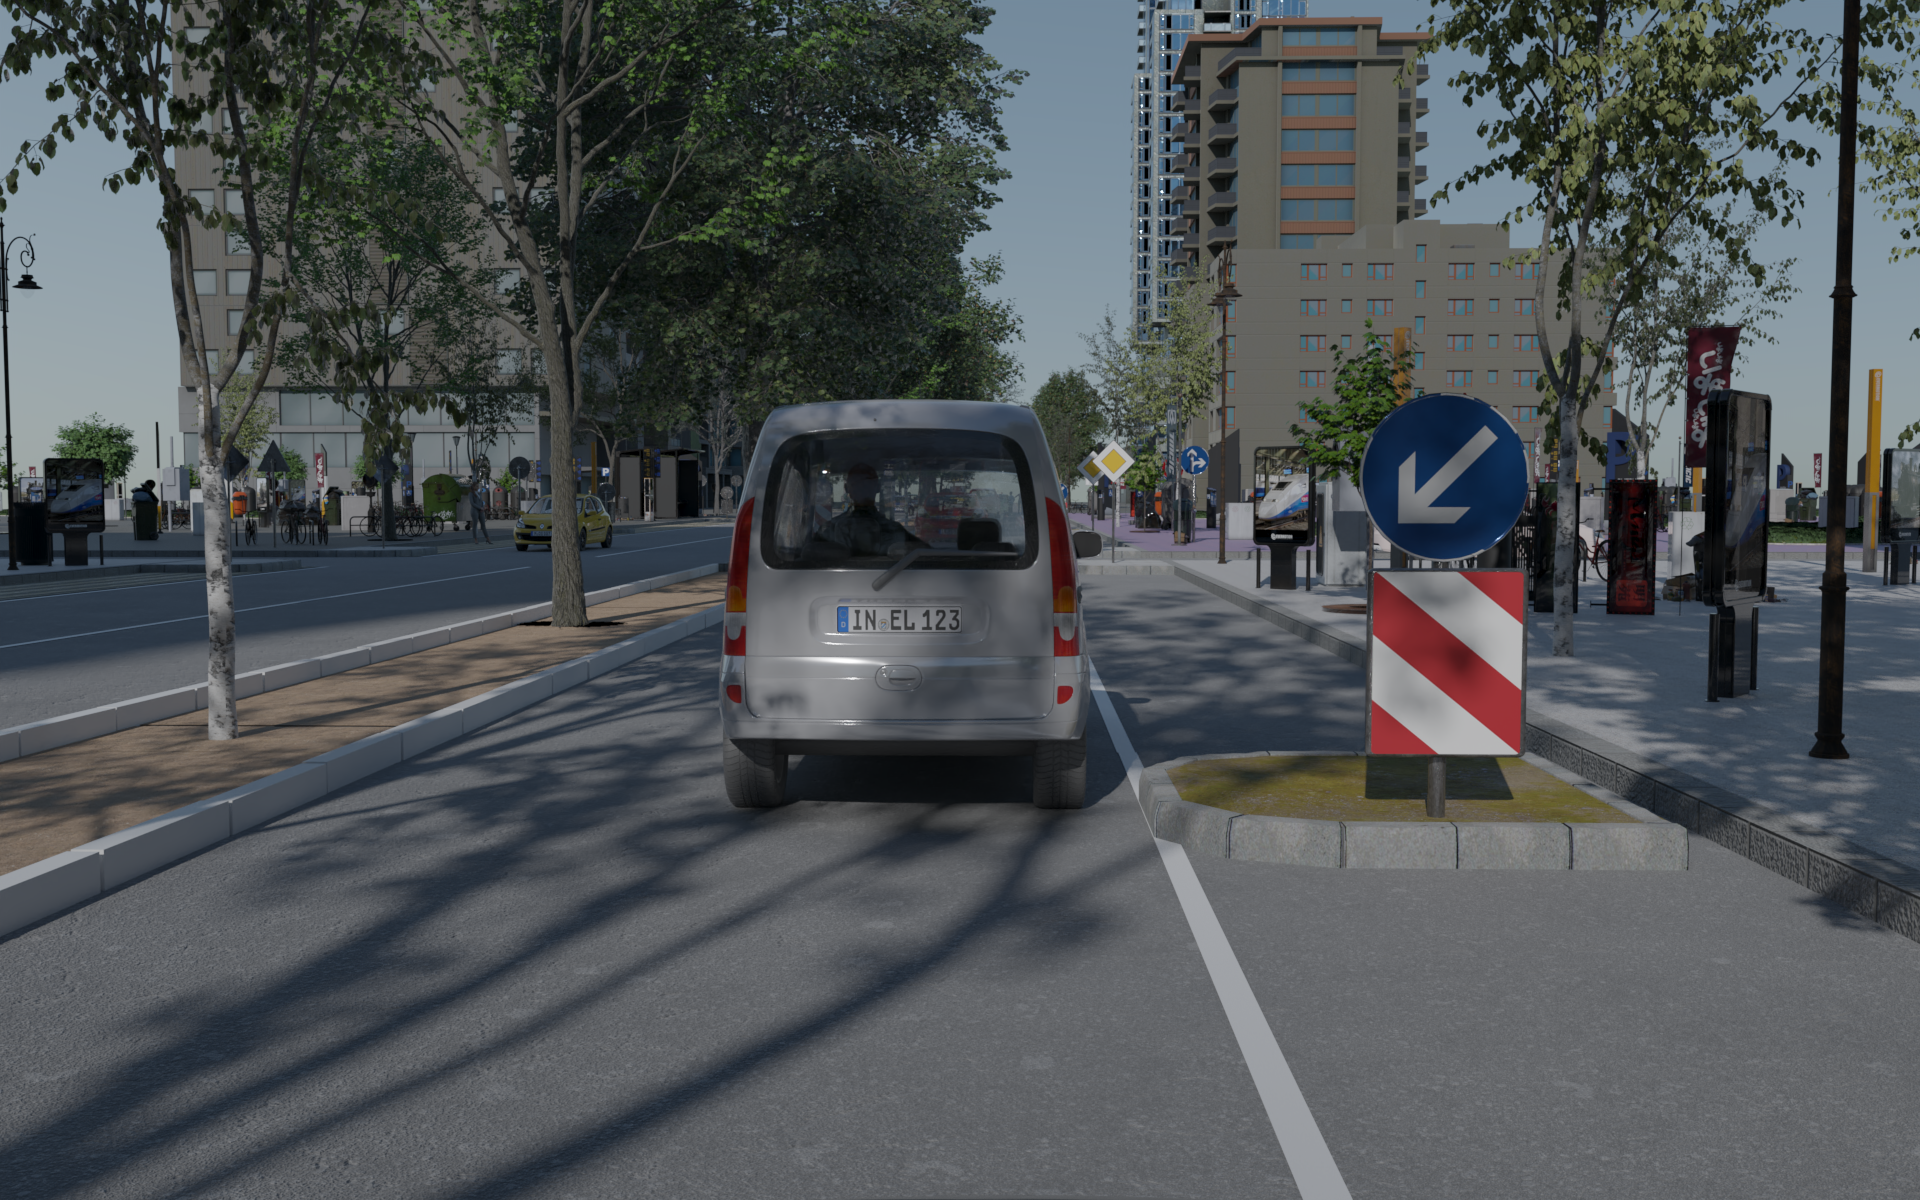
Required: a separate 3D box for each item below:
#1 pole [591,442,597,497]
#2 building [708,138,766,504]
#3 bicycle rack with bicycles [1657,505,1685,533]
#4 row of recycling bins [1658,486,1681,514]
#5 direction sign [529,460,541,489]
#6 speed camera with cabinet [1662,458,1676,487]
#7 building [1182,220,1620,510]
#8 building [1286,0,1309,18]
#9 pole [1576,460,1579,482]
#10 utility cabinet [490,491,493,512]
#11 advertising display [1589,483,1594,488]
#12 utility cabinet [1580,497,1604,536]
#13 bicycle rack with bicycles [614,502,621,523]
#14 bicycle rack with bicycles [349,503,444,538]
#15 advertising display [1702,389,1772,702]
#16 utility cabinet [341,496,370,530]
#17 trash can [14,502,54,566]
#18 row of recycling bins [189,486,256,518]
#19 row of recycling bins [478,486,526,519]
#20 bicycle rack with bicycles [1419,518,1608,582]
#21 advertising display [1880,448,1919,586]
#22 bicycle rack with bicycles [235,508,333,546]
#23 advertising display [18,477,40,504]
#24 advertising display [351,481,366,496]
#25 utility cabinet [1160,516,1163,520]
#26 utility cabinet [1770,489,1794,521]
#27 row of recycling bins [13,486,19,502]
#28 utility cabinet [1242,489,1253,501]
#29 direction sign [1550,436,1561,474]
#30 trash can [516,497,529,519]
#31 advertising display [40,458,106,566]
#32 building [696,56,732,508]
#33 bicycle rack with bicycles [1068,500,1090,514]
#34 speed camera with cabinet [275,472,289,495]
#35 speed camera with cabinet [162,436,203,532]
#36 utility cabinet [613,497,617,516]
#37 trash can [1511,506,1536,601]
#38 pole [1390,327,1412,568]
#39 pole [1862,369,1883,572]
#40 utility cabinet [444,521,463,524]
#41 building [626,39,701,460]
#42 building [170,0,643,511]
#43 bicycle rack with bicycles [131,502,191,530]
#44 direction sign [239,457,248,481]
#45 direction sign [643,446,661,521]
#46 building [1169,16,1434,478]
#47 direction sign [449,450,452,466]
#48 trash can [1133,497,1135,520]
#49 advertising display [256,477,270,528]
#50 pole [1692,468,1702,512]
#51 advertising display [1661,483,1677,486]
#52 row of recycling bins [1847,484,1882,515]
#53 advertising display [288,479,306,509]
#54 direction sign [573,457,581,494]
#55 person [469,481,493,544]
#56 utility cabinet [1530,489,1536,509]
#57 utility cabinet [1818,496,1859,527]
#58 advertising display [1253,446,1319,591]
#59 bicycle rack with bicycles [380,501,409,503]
[{"bbox_3d":[-14.312,-4.522,67.779,0.158,3.312,0.155,0,3,0],"label":"pole"},{"bbox_3d":[-33.093,-37.076,225.797,23.786,49.044,30.456,0,4,2],"label":"building"},{"bbox_3d":[23.391,-2.764,58.577,2.925,0.926,2.852,0,4,-8],"label":"bicycle rack with bicycles"},{"bbox_3d":[36.198,-4.989,88.685,3.534,1.692,1.069,-3,5,-44],"label":"row of recycling bins"},{"bbox_3d":[-28.262,-7.536,115.203,0.876,3.537,0.379,1,4,13],"label":"direction sign"},{"bbox_3d":[38.991,-6.202,95.735,0.660,3.252,2.038,1,4,9],"label":"speed camera with cabinet"},{"bbox_3d":[32.847,-17.828,136.534,27.650,21.520,28.899,0,4,2],"label":"building"},{"bbox_3d":[33.292,-55.779,224.658,22.319,86.520,31.000,0,4,2],"label":"building"},{"bbox_3d":[37.236,-6.774,104.604,0.158,3.312,0.155,0,3,0],"label":"pole"},{"bbox_3d":[-30.550,-6.346,112.440,0.318,1.500,1.173,2,4,34],"label":"utility cabinet"},{"bbox_3d":[37.211,-5.926,102.100,0.123,1.923,0.974,1,4,12],"label":"advertising display"},{"bbox_3d":[15.148,-1.902,42.258,1.020,1.237,0.306,2,4,35],"label":"utility cabinet"},{"bbox_3d":[-16.382,-3.923,77.528,2.852,0.926,2.925,0,4,-1],"label":"bicycle rack with bicycles"},{"bbox_3d":[-16.875,-2.372,52.156,2.852,0.926,2.925,3,5,42],"label":"bicycle rack with bicycles"},{"bbox_3d":[4.926,-0.353,10.981,0.123,1.923,0.974,3,5,40],"label":"advertising display"},{"bbox_3d":[-21.490,-3.092,61.716,1.020,1.237,0.306,-2,4,-34],"label":"utility cabinet"},{"bbox_3d":[-16.718,-1.199,31.265,0.748,1.137,0.748,0,3,0],"label":"trash can"},{"bbox_3d":[-39.952,-5.310,93.932,1.069,1.692,3.534,3,5,44],"label":"row of recycling bins"},{"bbox_3d":[-23.938,-4.969,88.355,3.534,1.692,1.069,-1,4,-12],"label":"row of recycling bins"},{"bbox_3d":[8.228,-0.784,26.193,2.852,0.926,2.925,0,4,-8],"label":"bicycle rack with bicycles"},{"bbox_3d":[13.333,-1.181,24.517,0.974,1.923,0.123,-3,4,-37],"label":"advertising display"},{"bbox_3d":[-17.252,-1.868,43.918,2.852,0.926,2.925,-1,4,-22],"label":"bicycle rack with bicycles"},{"bbox_3d":[-34.821,-3.658,65.029,0.123,1.923,0.974,3,4,36],"label":"advertising display"},{"bbox_3d":[-29.992,-4.967,86.417,0.974,1.923,0.123,2,4,34],"label":"advertising display"},{"bbox_3d":[9.562,-4.357,82.393,0.306,1.237,1.020,0,4,-2],"label":"utility cabinet"},{"bbox_3d":[34.817,-3.956,73.357,1.173,1.500,0.318,-2,4,-30],"label":"utility cabinet"},{"bbox_3d":[-47.827,-4.991,88.708,1.069,1.692,3.534,-1,4,-9],"label":"row of recycling bins"},{"bbox_3d":[12.625,-4.087,75.505,0.318,1.500,1.173,2,4,31],"label":"utility cabinet"},{"bbox_3d":[23.408,-4.623,67.576,0.379,3.537,0.876,-3,5,-40],"label":"direction sign"},{"bbox_3d":[-18.281,-3.741,72.822,0.748,1.137,0.748,0,3,0],"label":"trash can"},{"bbox_3d":[-15.825,-1.575,30.964,0.974,1.923,0.123,-3,5,-40],"label":"advertising display"},{"bbox_3d":[-33.273,-44.637,168.069,20.563,71.187,20.611,0,4,2],"label":"building"},{"bbox_3d":[8.290,-6.027,111.925,2.852,0.926,2.925,3,4,38],"label":"bicycle rack with bicycles"},{"bbox_3d":[-42.193,-7.011,108.972,0.660,3.252,2.038,1,4,16],"label":"speed camera with cabinet"},{"bbox_3d":[-26.268,-3.978,59.379,2.038,3.252,0.660,1,4,13],"label":"speed camera with cabinet"},{"bbox_3d":[-19.688,-5.522,98.961,0.318,1.500,1.173,2,4,31],"label":"utility cabinet"},{"bbox_3d":[6.797,-0.572,21.004,0.748,1.137,0.748,0,3,0],"label":"trash can"},{"bbox_3d":[5.422,-1.680,21.308,0.158,3.312,0.155,0,3,0],"label":"pole"},{"bbox_3d":[14.918,-2.108,28.309,0.158,3.312,0.155,0,3,0],"label":"pole"},{"bbox_3d":[-22.039,-3.912,75.128,1.020,1.237,0.306,2,4,27],"label":"utility cabinet"},{"bbox_3d":[-30.898,-28.582,150.914,14.154,41.232,14.086,0,4,2],"label":"building"},{"bbox_3d":[-39.460,-33.053,129.662,28.713,52.752,27.495,0,4,2],"label":"building"},{"bbox_3d":[-28.247,-3.012,62.622,2.925,0.926,2.852,-3,5,-42],"label":"bicycle rack with bicycles"},{"bbox_3d":[-43.361,-6.903,104.863,0.876,3.537,0.379,2,4,31],"label":"direction sign"},{"bbox_3d":[-14.692,-5.546,82.666,0.876,3.537,0.379,-2,4,-35],"label":"direction sign"},{"bbox_3d":[31.537,-31.198,164.705,22.147,44.769,28.867,0,4,2],"label":"building"},{"bbox_3d":[-26.454,-5.992,89.966,0.379,3.537,0.876,-1,4,-23],"label":"direction sign"},{"bbox_3d":[8.395,-4.204,80.385,0.748,1.137,0.748,0,3,0],"label":"trash can"},{"bbox_3d":[-26.666,-3.735,66.282,0.123,1.923,0.974,-3,5,-44],"label":"advertising display"},{"bbox_3d":[17.990,-2.960,42.245,0.158,3.312,0.155,0,3,0],"label":"pole"},{"bbox_3d":[42.362,-6.011,103.497,0.123,1.923,0.974,-3,4,-36],"label":"advertising display"},{"bbox_3d":[38.296,-4.077,73.765,1.069,1.692,3.534,0,4,7],"label":"row of recycling bins"},{"bbox_3d":[-29.460,-4.391,76.999,0.123,1.923,0.974,1,4,19],"label":"advertising display"},{"bbox_3d":[-23.258,-6.914,105.042,0.876,3.537,0.379,3,4,37],"label":"direction sign"},{"bbox_3d":[-13.618,-2.472,49.192,0.573,1.790,0.520,1,4,10],"label":"person"},{"bbox_3d":[24.007,-3.882,72.145,1.173,1.500,0.318,-3,5,-41],"label":"utility cabinet"},{"bbox_3d":[25.614,-2.406,50.502,0.306,1.237,1.020,-3,5,-41],"label":"utility cabinet"},{"bbox_3d":[4.346,-1.103,23.245,0.123,1.923,0.974,-3,5,-40],"label":"advertising display"},{"bbox_3d":[-21.509,-3.295,67.253,2.852,0.926,2.925,-1,4,-13],"label":"bicycle rack with bicycles"}]
